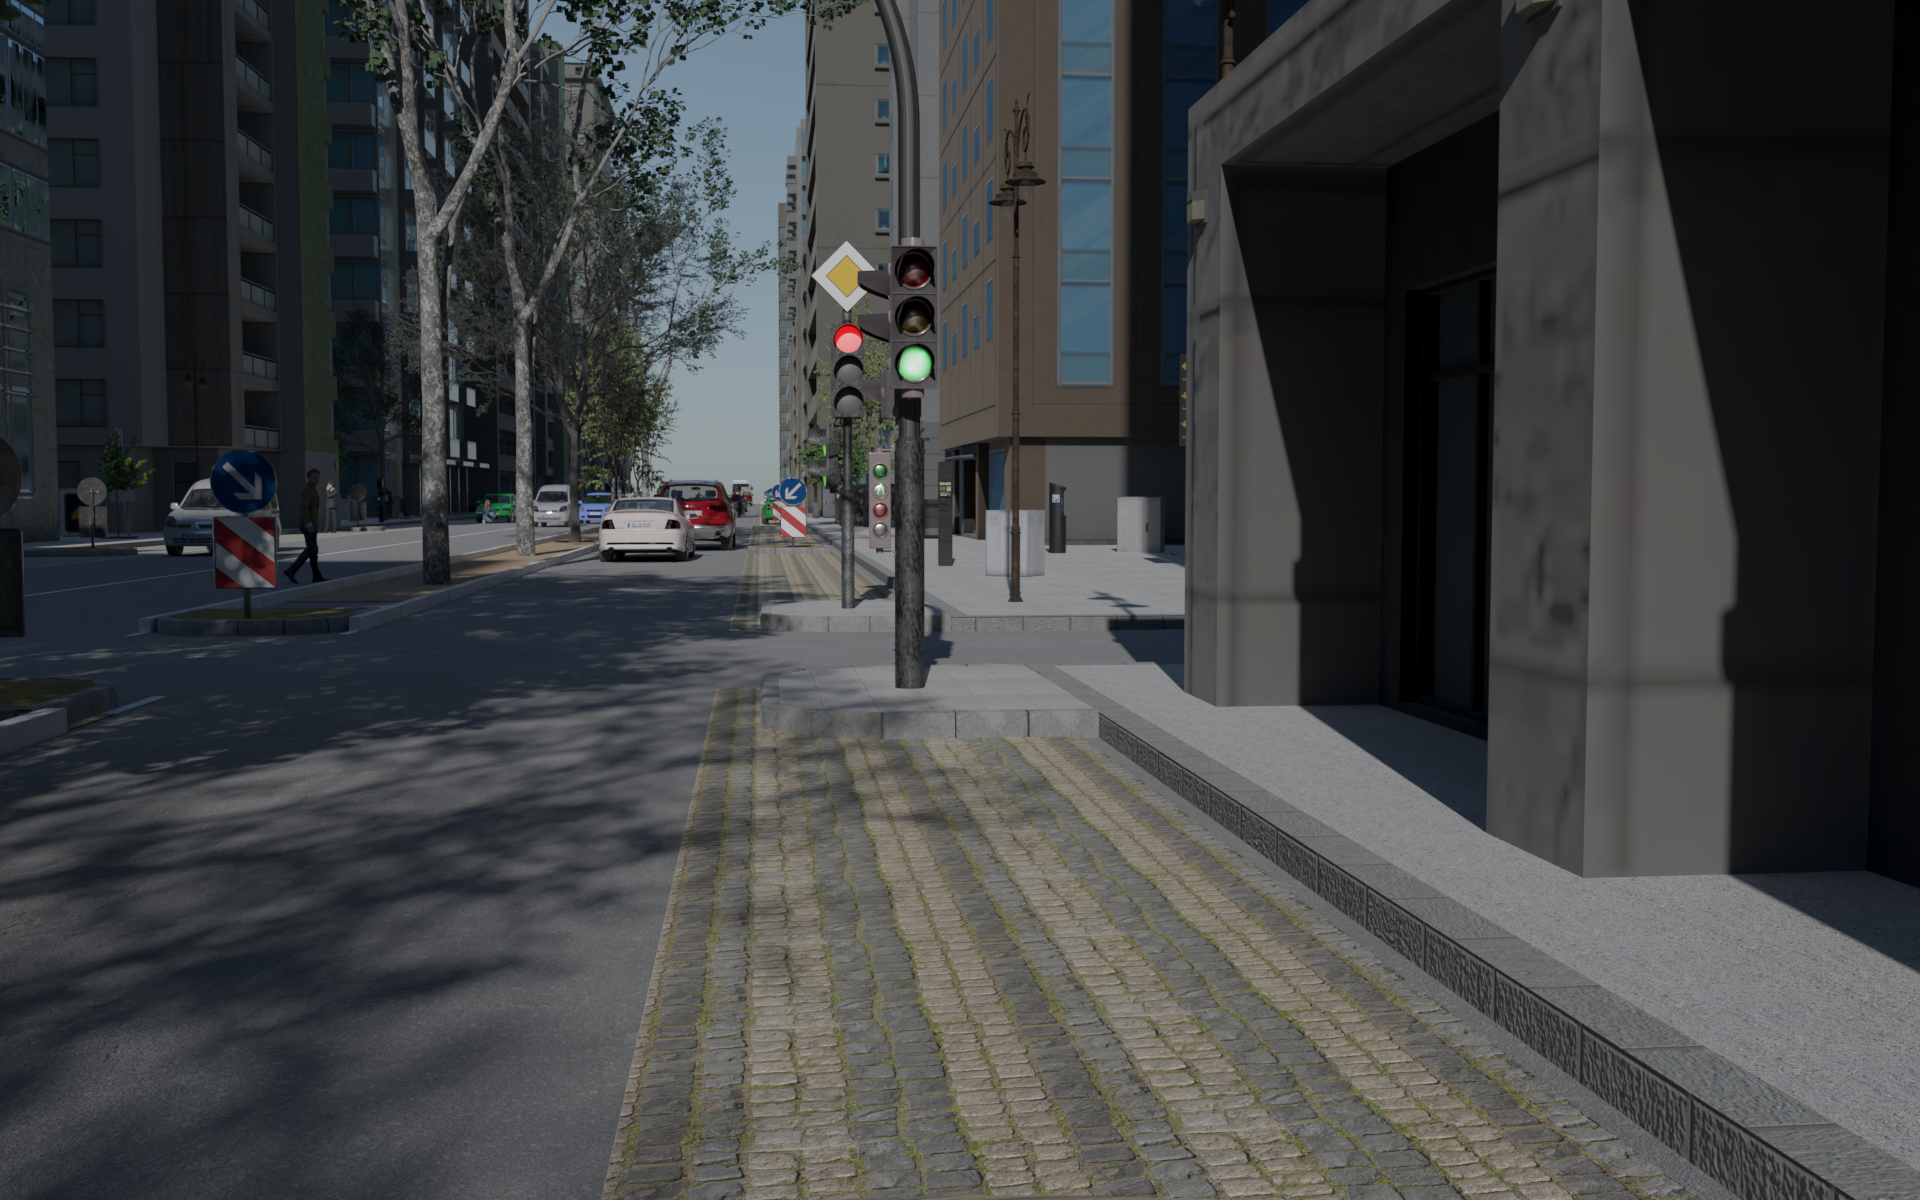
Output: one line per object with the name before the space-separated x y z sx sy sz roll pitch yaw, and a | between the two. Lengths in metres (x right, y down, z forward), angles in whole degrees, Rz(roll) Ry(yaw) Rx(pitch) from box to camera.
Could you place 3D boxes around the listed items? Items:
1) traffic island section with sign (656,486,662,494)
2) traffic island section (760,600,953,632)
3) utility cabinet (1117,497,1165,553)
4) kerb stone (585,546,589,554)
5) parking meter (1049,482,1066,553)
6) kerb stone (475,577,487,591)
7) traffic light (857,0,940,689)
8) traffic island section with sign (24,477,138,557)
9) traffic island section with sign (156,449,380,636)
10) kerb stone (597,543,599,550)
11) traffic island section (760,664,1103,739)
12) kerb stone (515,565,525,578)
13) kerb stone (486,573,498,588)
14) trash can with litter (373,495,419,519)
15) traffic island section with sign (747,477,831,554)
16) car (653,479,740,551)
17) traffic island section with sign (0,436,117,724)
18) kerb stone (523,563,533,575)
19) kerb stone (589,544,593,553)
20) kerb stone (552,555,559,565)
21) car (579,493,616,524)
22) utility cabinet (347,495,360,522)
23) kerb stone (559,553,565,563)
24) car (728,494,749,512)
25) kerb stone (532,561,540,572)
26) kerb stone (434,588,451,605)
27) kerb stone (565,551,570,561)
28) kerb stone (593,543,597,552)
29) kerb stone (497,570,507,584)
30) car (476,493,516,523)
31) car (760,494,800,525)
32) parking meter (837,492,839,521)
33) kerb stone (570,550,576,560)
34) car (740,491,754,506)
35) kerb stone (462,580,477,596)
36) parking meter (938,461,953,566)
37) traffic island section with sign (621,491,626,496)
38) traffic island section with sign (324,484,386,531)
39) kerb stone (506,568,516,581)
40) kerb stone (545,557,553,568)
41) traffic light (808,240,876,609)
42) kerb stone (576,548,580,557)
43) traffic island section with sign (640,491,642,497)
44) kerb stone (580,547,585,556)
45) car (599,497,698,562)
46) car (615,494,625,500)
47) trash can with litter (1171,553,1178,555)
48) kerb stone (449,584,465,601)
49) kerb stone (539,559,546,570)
traffic island section with sign | -16.019 -5.193 93.049 2.006 1.907 1.989 0 4 -7
traffic island section | -1.234 0.173 19.454 2.009 0.180 2.903 0 4 -7
utility cabinet | 3.982 -1.650 38.139 1.020 1.237 0.306 2 4 26
kerb stone | -8.938 -1.148 40.973 0.120 0.150 1.000 0 4 -7
parking meter | 2.118 -1.784 37.577 0.372 1.533 0.369 0 3 0
kerb stone | -7.183 -0.212 25.668 0.120 0.150 1.000 0 4 -7
traffic light | -2.430 -2.224 11.023 4.771 5.953 1.251 0 4 -7
traffic island section with sign | -20.278 -1.927 40.136 1.989 1.847 2.006 0 4 -7
traffic island section with sign | -7.410 -0.628 18.404 2.006 1.907 1.989 0 4 -7
kerb stone | -9.291 -1.335 44.021 0.120 0.150 1.000 0 4 -7
traffic island section | -0.321 0.658 11.521 2.009 0.180 2.903 0 4 -7
kerb stone | -7.652 -0.460 29.747 0.120 0.150 1.000 0 4 -7
kerb stone | -7.291 -0.275 26.685 0.120 0.150 1.000 0 4 -7
trash can with litter | -28.879 -4.741 88.571 2.233 1.210 1.678 1 4 14
traffic island section with sign | -4.176 -2.047 42.094 1.989 1.847 2.006 0 4 -7
car | -6.915 -2.238 45.263 2.281 1.827 5.304 0 4 -6
traffic island section with sign | -6.572 -0.178 11.044 2.006 1.907 1.989 0 4 -7
kerb stone | -7.768 -0.525 30.779 0.120 0.150 1.000 0 4 -7
kerb stone | -9.063 -1.211 41.987 0.120 0.150 1.000 0 4 -7
kerb stone | -8.236 -0.775 34.859 0.120 0.150 1.000 0 4 -7
car | -17.583 -4.574 84.382 1.945 1.707 3.694 0 4 -5
utility cabinet | -27.772 -4.171 79.361 0.306 1.237 1.020 0 4 -6
kerb stone | -8.354 -0.837 35.875 0.120 0.150 1.000 0 4 -7
car | -17.889 -7.733 138.230 2.131 1.459 4.920 0 4 -8
kerb stone | -7.885 -0.587 31.800 0.120 0.150 1.000 0 4 -7
kerb stone | -6.835 -0.026 22.613 0.120 0.150 1.000 0 4 -7
kerb stone | -8.472 -0.899 36.892 0.120 0.150 1.000 0 4 -7
kerb stone | -9.175 -1.273 43.004 0.120 0.150 1.000 0 4 -7
kerb stone | -7.415 -0.336 27.704 0.120 0.150 1.000 0 4 -7
car | -23.169 -4.788 87.087 1.959 1.807 4.718 0 4 -6
car | -8.478 -4.476 81.979 1.959 1.807 4.718 -1 4 -8
parking meter | -5.803 -4.573 83.184 0.372 1.533 0.369 0 3 0
kerb stone | -8.585 -0.961 37.909 0.120 0.150 1.000 0 4 -7
car | -25.420 -11.929 203.711 2.281 1.827 5.304 0 4 -6
kerb stone | -7.062 -0.150 24.652 0.120 0.150 1.000 0 4 -7
parking meter | -0.262 -1.538 30.850 0.255 1.863 0.399 0 4 0
traffic island section with sign | -38.448 -11.574 197.866 1.989 1.847 2.006 0 4 -7
traffic island section with sign | -23.391 -3.577 67.105 1.989 1.847 2.006 0 4 -7
kerb stone | -7.533 -0.400 28.729 0.120 0.150 1.000 0 4 -7
kerb stone | -8.118 -0.712 33.844 0.120 0.150 1.000 0 4 -7
traffic light | -1.275 -1.860 19.335 0.839 4.253 0.868 0 4 -7
kerb stone | -8.712 -1.023 38.927 0.120 0.150 1.000 0 4 -7
traffic island section with sign | -41.600 -13.250 225.265 1.989 1.847 2.006 0 4 -7
kerb stone | -8.826 -1.084 39.942 0.120 0.150 1.000 0 4 -7
car | -6.820 -1.565 37.952 2.083 1.381 4.827 0 4 -6
car | -30.987 -8.926 156.159 2.015 1.641 3.980 0 4 -5
trash can with litter | 5.462 -1.515 35.835 2.233 1.210 1.678 3 4 36
kerb stone | -6.942 -0.088 23.632 0.120 0.150 1.000 0 4 -7
kerb stone | -8.009 -0.649 32.815 0.120 0.150 1.000 0 4 -7
